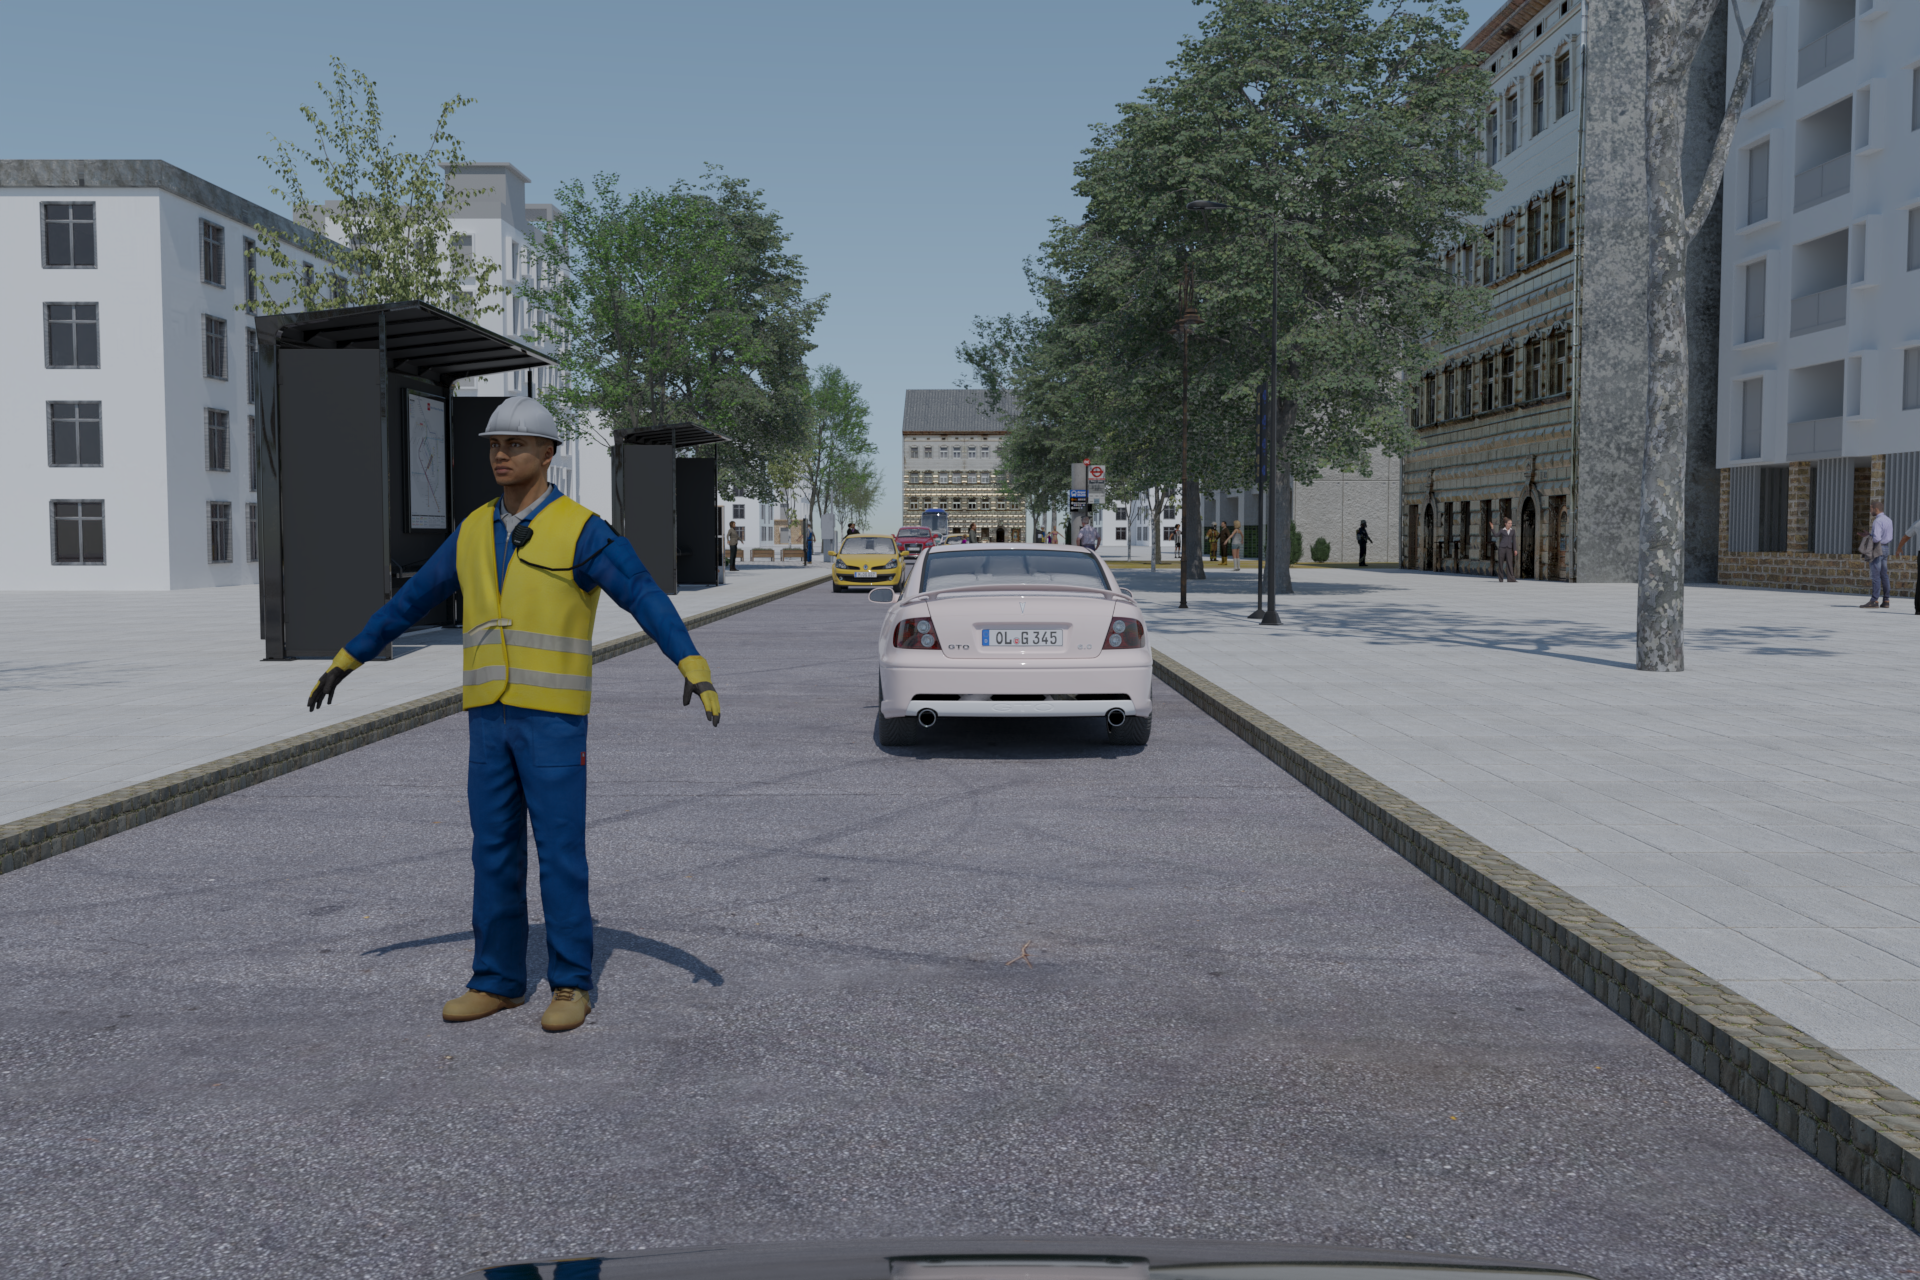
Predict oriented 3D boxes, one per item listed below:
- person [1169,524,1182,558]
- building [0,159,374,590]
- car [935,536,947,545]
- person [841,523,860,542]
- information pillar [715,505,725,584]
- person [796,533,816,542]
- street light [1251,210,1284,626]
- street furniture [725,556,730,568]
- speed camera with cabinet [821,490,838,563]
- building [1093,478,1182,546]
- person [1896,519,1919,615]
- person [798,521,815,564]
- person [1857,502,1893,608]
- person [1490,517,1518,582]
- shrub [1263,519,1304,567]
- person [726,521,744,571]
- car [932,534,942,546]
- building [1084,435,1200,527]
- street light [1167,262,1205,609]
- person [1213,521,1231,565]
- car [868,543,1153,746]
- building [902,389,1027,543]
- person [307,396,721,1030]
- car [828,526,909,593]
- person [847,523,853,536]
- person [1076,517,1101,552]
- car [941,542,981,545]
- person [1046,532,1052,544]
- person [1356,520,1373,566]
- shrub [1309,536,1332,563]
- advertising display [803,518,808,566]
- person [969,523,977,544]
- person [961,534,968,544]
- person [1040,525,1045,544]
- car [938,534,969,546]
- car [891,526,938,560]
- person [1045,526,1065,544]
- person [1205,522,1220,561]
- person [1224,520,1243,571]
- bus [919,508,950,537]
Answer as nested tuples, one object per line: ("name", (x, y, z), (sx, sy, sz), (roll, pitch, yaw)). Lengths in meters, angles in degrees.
("person", (11.507, -5.212, 91.366), (1.345, 1.843, 0.704), (-2, 4, -33))
("building", (-22.422, -6.780, 53.007), (9.099, 9.664, 28.070), (0, 3, 0))
("car", (-0.296, -4.826, 91.271), (2.083, 1.381, 4.827), (0, 4, -1))
("person", (-5.165, -4.741, 83.745), (1.346, 1.802, 0.704), (2, 4, 35))
("information pillar", (-6.206, -2.447, 44.508), (0.304, 2.012, 0.304), (0, 4, 0))
("person", (-7.805, -5.036, 88.466), (1.347, 1.817, 0.704), (3, 4, 39))
("street light", (4.937, -3.165, 24.281), (1.470, 5.913, 1.316), (0, 3, 0))
("street furniture", (-11.921, -3.351, 70.411), (5.734, 0.657, 10.072), (0, 4, -3))
("speed camera with cabinet", (-5.898, -5.126, 78.147), (0.660, 3.252, 2.038), (0, 4, 2))
("building", (20.461, -15.434, 194.497), (9.099, 9.664, 28.070), (0, 3, 0))
("person", (15.280, -1.314, 27.275), (0.704, 1.855, 1.343), (-1, 4, -22))
("person", (-6.542, -4.194, 74.422), (0.705, 1.847, 1.347), (2, 4, 27))
("person", (15.794, -1.474, 30.018), (0.709, 1.838, 0.599), (-3, 5, -39))
("person", (14.367, -2.381, 45.775), (0.742, 1.727, 0.445), (-2, 4, -28))
("shrub", (12.475, -3.812, 66.743), (1.690, 2.028, 1.600), (0, 3, 0))
("person", (-7.769, -3.246, 59.830), (0.721, 1.744, 1.215), (1, 4, 18))
("car", (-2.018, -7.034, 126.811), (2.131, 1.459, 4.920), (0, 3, 0))
("building", (25.411, -23.686, 218.193), (19.493, 23.208, 18.063), (0, 3, 0))
("street light", (3.858, -3.483, 29.731), (0.468, 5.910, 1.993), (0, 4, 0))
("person", (10.819, -3.977, 71.155), (0.704, 1.812, 1.346), (-1, 4, -19))
("car", (0.335, -0.046, 13.109), (2.083, 1.381, 4.827), (0, 4, -1))
("building", (0.933, -26.139, 260.761), (18.063, 23.208, 19.493), (0, 4, 2))
("person", (-1.291, 0.203, 5.102), (1.349, 1.833, 0.705), (1, 4, 18))
("car", (-2.270, -2.039, 43.554), (2.015, 1.641, 3.980), (0, 3, 0))
("person", (-5.157, -4.628, 81.846), (0.705, 1.806, 1.347), (-1, 4, -15))
("person", (3.164, -2.219, 43.254), (0.756, 1.711, 0.436), (-2, 4, -25))
("car", (0.060, -4.460, 84.922), (2.014, 1.417, 4.499), (0, 4, -1))
("person", (5.349, -5.705, 102.550), (0.599, 1.433, 0.991), (-2, 4, -32))
("person", (16.006, -3.847, 68.682), (0.705, 1.856, 1.354), (3, 4, 36))
("shrub", (16.000, -4.021, 76.861), (1.383, 1.207, 1.383), (0, 3, 0))
("advertising display", (-6.237, -3.959, 69.945), (0.123, 1.923, 0.974), (0, 3, 0))
("person", (0.453, -2.955, 57.048), (0.705, 1.796, 1.348), (0, 4, -3))
("person", (0.268, -3.698, 72.186), (0.599, 1.433, 0.991), (-2, 4, -29))
("person", (4.271, -5.196, 91.421), (0.721, 1.772, 1.216), (0, 4, -7))
("car", (0.038, -3.986, 75.400), (2.015, 1.641, 3.980), (0, 4, 0))
("car", (-2.177, -4.543, 82.951), (2.281, 1.827, 5.304), (0, 4, 0))
("person", (5.109, -5.256, 92.738), (1.217, 1.733, 0.721), (-1, 4, -15))
("person", (11.938, -4.623, 81.351), (1.354, 1.858, 0.705), (-3, 4, -39))
("person", (9.443, -3.243, 59.633), (0.721, 1.753, 1.214), (3, 4, 39))
("bus", (-2.378, -10.902, 169.798), (2.896, 3.916, 12.251), (0, 4, 0))
